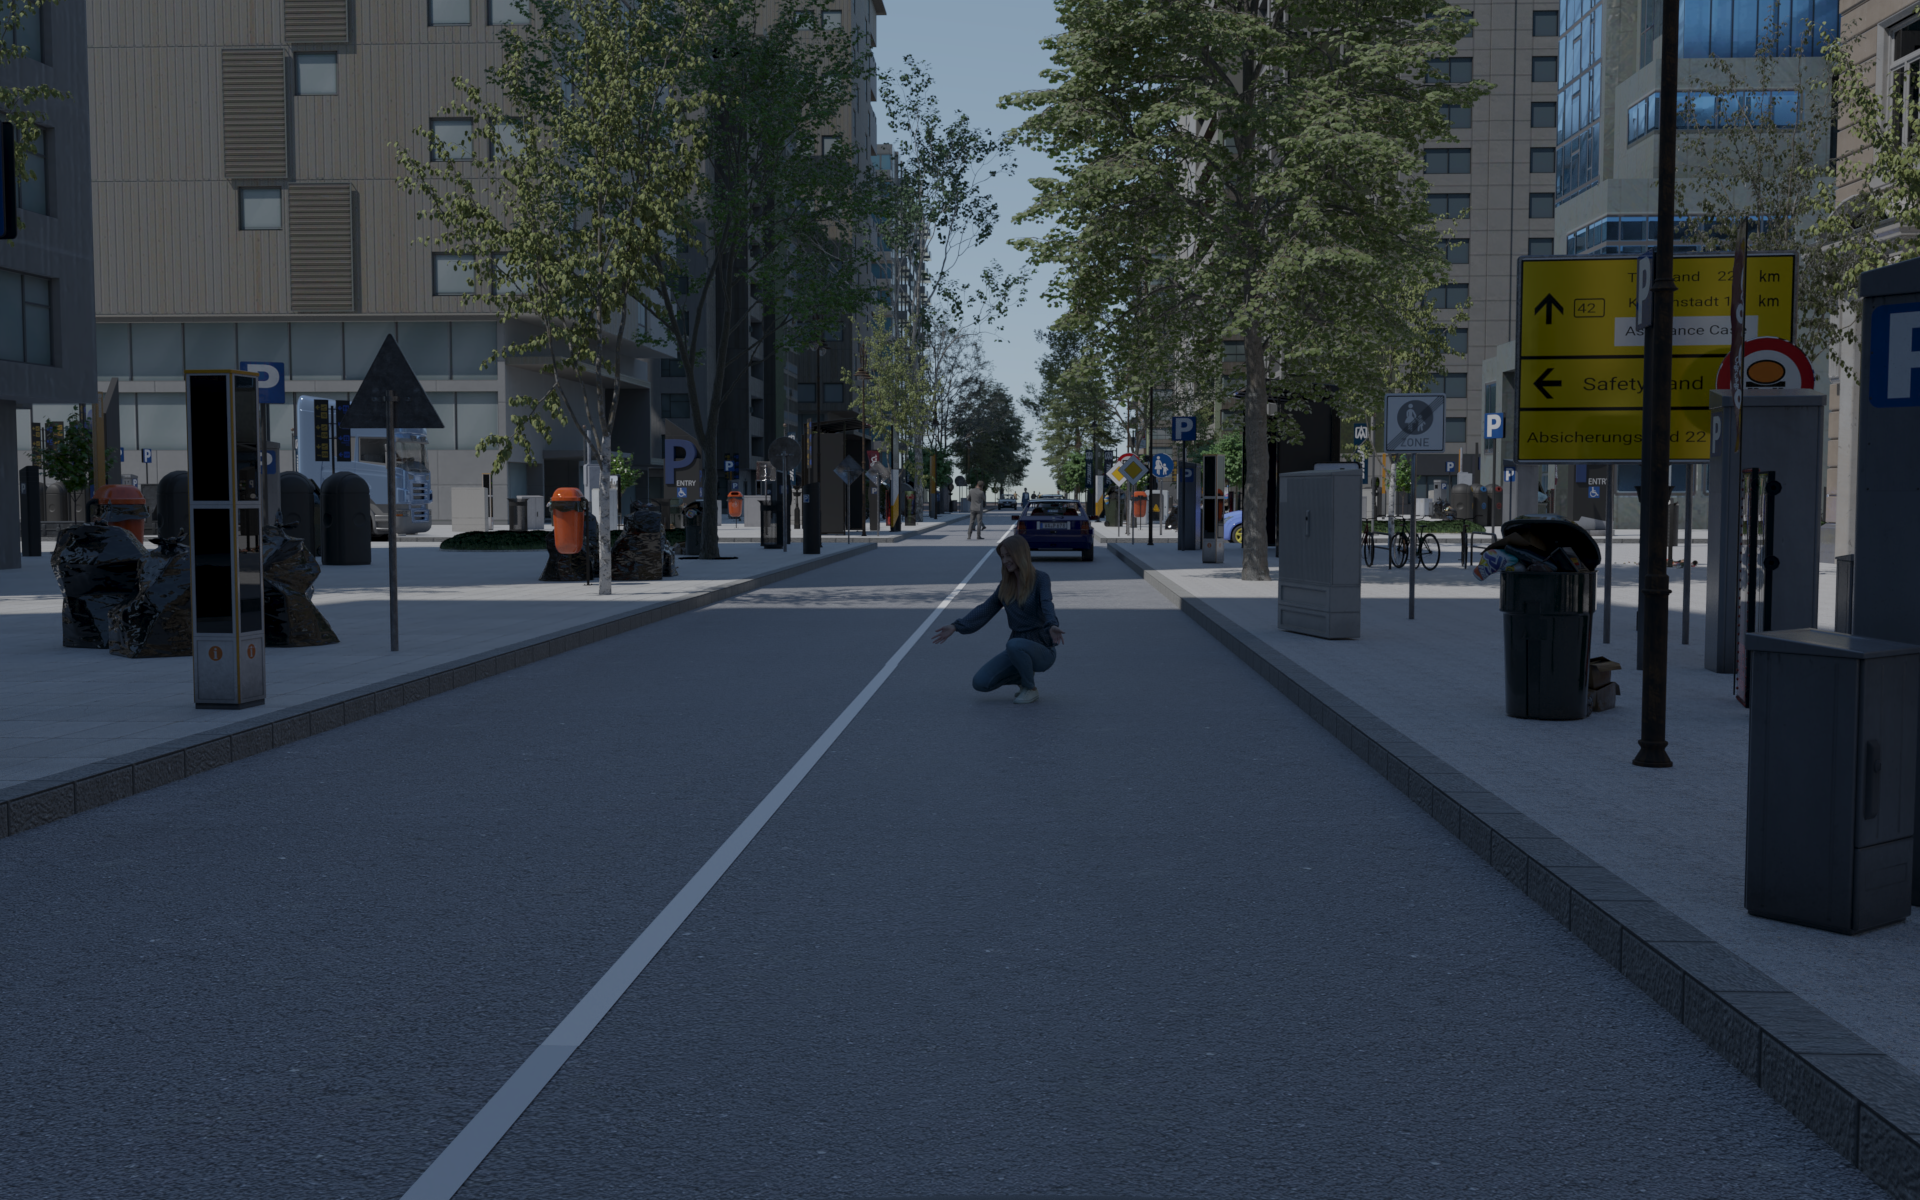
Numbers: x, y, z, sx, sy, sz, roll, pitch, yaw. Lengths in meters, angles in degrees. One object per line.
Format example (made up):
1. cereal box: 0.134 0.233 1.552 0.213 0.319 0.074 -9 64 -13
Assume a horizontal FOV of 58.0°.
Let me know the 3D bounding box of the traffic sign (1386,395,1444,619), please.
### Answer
1. traffic sign: 4.623 -0.950 17.666 0.606 2.300 0.079 0 4 7

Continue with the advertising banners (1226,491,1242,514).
1. advertising banners: 15.158 -6.145 96.652 0.090 3.025 2.074 -1 4 -22

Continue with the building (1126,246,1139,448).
1. building: 37.370 -37.626 269.805 22.147 44.769 28.867 0 4 3

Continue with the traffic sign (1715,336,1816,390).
1. traffic sign: 6.511 -0.855 14.087 0.768 2.556 0.104 0 4 8

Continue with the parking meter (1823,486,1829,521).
1. parking meter: 28.632 -2.974 57.032 0.372 1.533 0.369 0 3 0

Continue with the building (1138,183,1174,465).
1. building: 32.903 -36.577 248.141 14.600 45.320 14.200 0 4 3

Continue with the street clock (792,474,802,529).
1. street clock: -5.962 -3.596 63.372 0.471 2.002 0.358 1 4 16

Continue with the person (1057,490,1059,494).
1. person: 6.772 -6.732 119.567 0.512 1.701 0.522 2 4 24

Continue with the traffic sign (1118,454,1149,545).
1. traffic sign: 4.391 -2.465 43.940 0.795 2.450 0.064 0 4 3

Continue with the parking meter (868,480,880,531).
1. parking meter: -3.003 -3.357 60.591 0.399 1.863 0.255 0 4 -1

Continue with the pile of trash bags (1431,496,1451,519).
1. pile of trash bags: 25.237 -4.788 88.032 1.912 1.369 3.447 0 4 0

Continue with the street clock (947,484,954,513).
1. street clock: -0.641 -7.089 120.481 0.358 2.002 0.471 3 5 45

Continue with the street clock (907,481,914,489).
1. street clock: -2.714 -5.585 95.891 0.471 2.002 0.358 1 4 21

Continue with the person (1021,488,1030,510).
1. person: 3.907 -5.789 103.175 0.581 1.822 0.654 0 4 3

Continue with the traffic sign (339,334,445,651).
1. traffic sign: -4.618 -0.861 14.076 0.884 2.594 0.081 0 4 6

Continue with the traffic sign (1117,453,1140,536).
1. traffic sign: 5.194 -3.257 53.355 0.768 2.556 0.104 0 4 6

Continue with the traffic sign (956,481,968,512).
1. traffic sign: 0.151 -7.403 121.037 0.884 2.594 0.081 1 4 9

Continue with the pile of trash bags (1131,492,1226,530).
1. pile of trash bags: 7.817 -3.190 61.915 3.447 1.369 1.912 0 4 -3

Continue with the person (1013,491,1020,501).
1. person: 7.006 -12.856 218.787 1.348 1.812 0.705 1 4 19

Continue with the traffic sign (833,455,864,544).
1. traffic sign: -2.844 -2.487 44.298 0.795 2.450 0.064 0 4 3

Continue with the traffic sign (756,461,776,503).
1. traffic sign: -6.081 -3.191 54.303 0.606 2.300 0.079 0 4 3

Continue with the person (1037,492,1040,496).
1. person: 13.053 -16.897 284.900 1.348 1.807 0.705 2 4 34

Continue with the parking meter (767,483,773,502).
1. parking meter: -10.030 -5.201 90.746 0.399 1.863 0.255 -1 4 -12

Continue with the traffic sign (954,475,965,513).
1. traffic sign: -0.017 -7.216 118.085 0.768 2.556 0.104 1 4 12

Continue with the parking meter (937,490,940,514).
1. parking meter: -1.437 -6.146 108.900 0.372 1.533 0.369 0 3 0

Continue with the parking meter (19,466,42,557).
1. parking meter: -19.122 -1.829 35.619 0.399 1.863 0.255 3 4 37

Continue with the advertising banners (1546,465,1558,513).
1. advertising banners: 17.581 -3.377 51.400 0.090 3.025 2.074 2 4 27

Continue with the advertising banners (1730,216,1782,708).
1. advertising banners: 4.783 -0.873 10.468 0.090 3.025 2.074 1 4 18

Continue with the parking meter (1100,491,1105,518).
1. parking meter: 7.567 -5.157 92.729 0.372 1.533 0.369 0 3 0

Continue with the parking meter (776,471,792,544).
1. parking meter: -4.487 -2.358 44.270 0.399 1.863 0.255 0 4 -7

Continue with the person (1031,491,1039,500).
1. person: 7.679 -10.330 177.929 0.617 1.759 0.750 2 4 34

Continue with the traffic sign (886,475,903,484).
1. traffic sign: -3.339 -5.381 87.983 0.884 2.594 0.081 0 4 6

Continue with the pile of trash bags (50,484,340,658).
1. pile of trash bags: -6.938 -0.332 15.187 1.912 1.369 3.447 -3 5 -43

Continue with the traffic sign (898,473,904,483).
1. traffic sign: -3.429 -5.713 93.410 0.884 2.594 0.081 1 4 9

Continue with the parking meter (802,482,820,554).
1. parking meter: -3.173 -1.749 36.999 0.372 1.533 0.369 0 3 0

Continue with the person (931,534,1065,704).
1. person: 0.413 0.128 11.913 0.738 1.151 1.012 -3 5 -44

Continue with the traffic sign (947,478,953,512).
1. traffic sign: -0.857 -7.502 122.762 0.768 2.556 0.104 0 4 5

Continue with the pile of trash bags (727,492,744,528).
1. pile of trash bags: -9.791 -3.358 64.662 3.447 1.369 1.912 0 4 -2

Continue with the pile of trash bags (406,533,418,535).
1. pile of trash bags: -18.829 -2.728 54.350 3.447 1.369 1.912 -1 4 -18

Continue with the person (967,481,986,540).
1. person: 0.520 -2.836 54.678 0.655 1.846 0.447 1 4 21

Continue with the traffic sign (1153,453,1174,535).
1. traffic sign: 6.264 -3.291 53.920 0.768 2.556 0.104 1 4 8

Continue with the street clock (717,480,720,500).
1. street clock: -12.285 -5.085 87.715 0.358 2.002 0.471 -1 4 -10

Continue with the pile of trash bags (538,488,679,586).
1. pile of trash bags: -5.370 -0.977 25.719 1.912 1.369 3.447 0 4 4

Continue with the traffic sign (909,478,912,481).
1. traffic sign: -2.781 -6.476 105.991 0.768 2.556 0.104 1 4 9

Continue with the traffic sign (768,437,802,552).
1. traffic sign: -3.887 -2.343 38.413 0.768 2.556 0.104 1 4 9

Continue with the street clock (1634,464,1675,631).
1. street clock: 6.469 -0.709 16.158 0.471 2.002 0.358 -2 4 -34

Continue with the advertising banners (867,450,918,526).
1. advertising banners: -2.707 -4.479 69.414 2.074 3.025 0.090 -1 4 -12

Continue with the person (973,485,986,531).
1. person: 0.674 -3.627 67.902 0.767 1.812 0.694 0 4 -6

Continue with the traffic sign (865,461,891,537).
1. traffic sign: -2.471 -2.974 52.274 0.795 2.450 0.064 0 4 3

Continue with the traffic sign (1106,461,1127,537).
1. traffic sign: 4.764 -2.953 51.917 0.795 2.450 0.064 0 4 3

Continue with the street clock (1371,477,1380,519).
1. street clock: 17.591 -4.210 73.409 0.358 2.002 0.471 2 4 33

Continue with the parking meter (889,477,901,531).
1. parking meter: -2.227 -3.286 59.429 0.399 1.863 0.255 0 4 8

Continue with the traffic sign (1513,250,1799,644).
1. traffic sign: 5.873 -1.275 14.722 2.265 3.308 0.079 1 4 9
